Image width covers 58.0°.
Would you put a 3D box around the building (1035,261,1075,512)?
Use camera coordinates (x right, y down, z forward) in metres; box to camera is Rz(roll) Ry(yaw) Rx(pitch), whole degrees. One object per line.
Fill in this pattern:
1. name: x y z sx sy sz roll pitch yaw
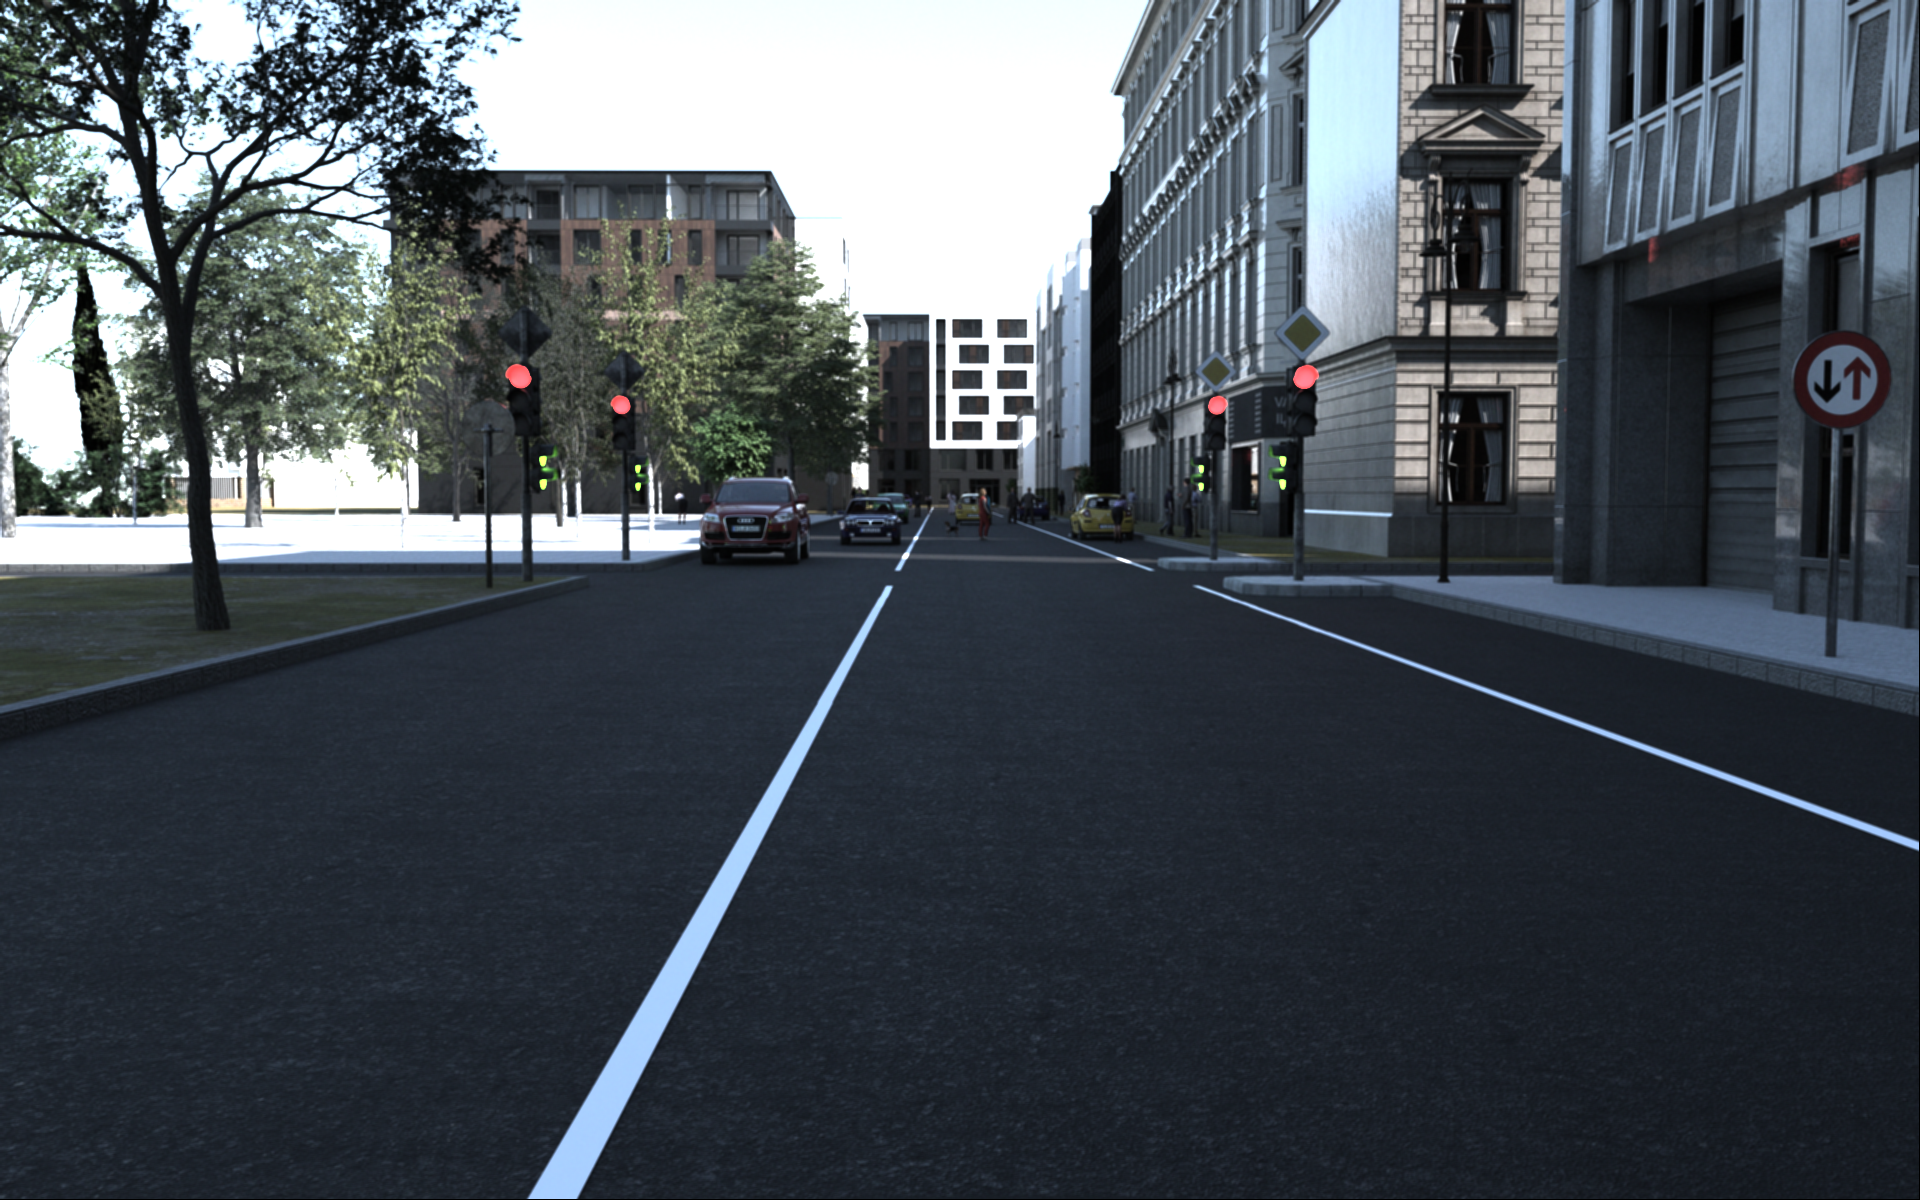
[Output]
1. building: 15.324 -16.737 140.109 16.747 18.905 31.486 0 4 -1

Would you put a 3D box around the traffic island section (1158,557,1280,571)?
1. traffic island section: 4.951 -0.697 33.669 2.009 0.180 2.903 0 4 -1

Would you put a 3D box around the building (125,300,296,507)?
1. building: -74.933 -19.486 175.018 11.380 20.091 16.016 0 4 -1

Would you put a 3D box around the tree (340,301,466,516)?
1. tree: -33.091 -11.243 101.950 7.486 12.596 7.792 0 3 0

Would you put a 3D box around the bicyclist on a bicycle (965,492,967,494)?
1. bicyclist on a bicycle: 0.484 -8.466 148.444 1.499 1.676 1.625 0 4 -1

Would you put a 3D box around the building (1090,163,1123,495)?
1. building: 14.369 -16.538 100.070 12.332 23.373 15.834 0 4 -1

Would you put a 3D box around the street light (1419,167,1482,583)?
1. street light: 7.022 -3.191 24.969 0.468 5.910 1.993 0 4 -1

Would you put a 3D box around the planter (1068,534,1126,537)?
1. planter: 4.671 -2.274 58.326 1.991 0.319 1.994 0 4 -1

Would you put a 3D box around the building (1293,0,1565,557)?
1. building: 17.702 -10.689 39.397 19.286 19.102 10.561 0 4 -1

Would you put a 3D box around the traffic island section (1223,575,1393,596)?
1. traffic island section: 5.042 -0.208 25.684 2.009 0.180 2.903 0 4 -1

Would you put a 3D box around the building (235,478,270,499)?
1. building: -67.807 -15.636 197.796 28.070 9.664 9.099 0 4 -1

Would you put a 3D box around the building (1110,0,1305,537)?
1. building: 16.664 -17.954 69.969 17.030 29.872 44.131 0 4 -1

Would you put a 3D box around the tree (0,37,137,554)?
1. tree: -21.413 -6.797 36.879 9.928 11.665 9.643 0 3 0

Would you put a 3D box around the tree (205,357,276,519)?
1. tree: -34.100 -8.154 83.676 4.737 8.622 4.395 0 3 0

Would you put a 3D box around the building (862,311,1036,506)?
1. building: -5.695 -22.187 206.736 32.646 21.610 27.936 0 4 -1

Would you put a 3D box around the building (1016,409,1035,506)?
1. building: 10.651 -13.946 170.158 9.099 9.664 28.070 0 4 -1

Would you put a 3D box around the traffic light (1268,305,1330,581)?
1. traffic light: 5.002 -2.222 25.571 0.839 4.213 0.868 0 4 -1

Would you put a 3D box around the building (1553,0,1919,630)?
1. building: 14.676 -12.010 14.388 12.078 24.808 19.932 0 4 -1

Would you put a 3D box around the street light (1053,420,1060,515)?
1. street light: 6.044 -8.292 108.368 0.468 5.910 1.993 0 4 -1

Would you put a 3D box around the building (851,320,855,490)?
1. building: -17.777 -18.617 160.801 16.016 20.091 11.380 0 4 -1

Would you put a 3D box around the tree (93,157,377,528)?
1. tree: -26.783 -9.682 64.963 9.857 13.997 8.962 0 3 0

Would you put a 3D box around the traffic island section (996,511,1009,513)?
1. traffic island section: 3.796 -6.888 135.483 1.991 0.108 1.994 0 4 -1

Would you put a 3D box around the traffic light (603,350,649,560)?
1. traffic light: -6.449 -2.701 33.411 0.839 4.213 0.868 0 4 -1

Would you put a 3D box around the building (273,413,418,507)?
1. building: -55.247 -14.480 178.887 28.070 9.664 9.099 0 4 -1

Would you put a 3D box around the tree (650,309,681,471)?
1. tree: -12.472 -10.608 91.565 7.486 12.596 7.792 0 3 0

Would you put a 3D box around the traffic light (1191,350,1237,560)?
1. traffic light: 4.911 -2.710 33.556 0.839 4.213 0.868 0 4 -1

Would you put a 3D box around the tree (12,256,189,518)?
1. tree: -51.585 -11.859 95.709 18.604 14.587 13.155 2 4 34

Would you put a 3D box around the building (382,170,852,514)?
1. building: -22.605 -17.235 125.759 27.936 21.610 32.646 0 4 -1

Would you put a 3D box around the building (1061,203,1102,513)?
1. building: 15.122 -16.040 118.675 16.016 20.091 11.380 0 4 -1

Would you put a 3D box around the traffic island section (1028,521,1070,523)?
1. traffic island section: 4.356 -3.827 85.436 1.991 0.108 1.994 0 4 -1

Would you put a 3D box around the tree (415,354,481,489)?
1. tree: -26.108 -8.524 89.730 4.360 8.622 3.978 0 3 0

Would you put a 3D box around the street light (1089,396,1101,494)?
1. street light: 6.373 -6.651 81.530 0.468 5.910 1.993 0 4 -1

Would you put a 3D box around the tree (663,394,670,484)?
1. tree: -18.191 -9.511 105.860 4.360 8.622 3.978 0 3 0

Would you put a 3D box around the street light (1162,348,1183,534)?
1. street light: 6.715 -5.022 54.893 0.468 5.910 1.993 0 4 -1

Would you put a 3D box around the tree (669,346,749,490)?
1. tree: -11.441 -8.198 84.406 4.360 8.622 3.978 0 3 0

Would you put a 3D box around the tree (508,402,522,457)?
1. tree: -26.210 -9.524 106.085 4.737 8.622 4.395 0 3 0

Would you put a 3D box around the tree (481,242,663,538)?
1. tree: -11.273 -6.086 49.874 4.360 8.622 3.978 0 3 0

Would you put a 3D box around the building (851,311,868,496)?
1. building: -25.434 -18.912 175.676 31.486 18.905 16.747 0 4 -1

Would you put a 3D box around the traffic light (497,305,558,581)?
1. traffic light: -6.359 -2.213 25.427 0.839 4.213 0.868 0 4 -1
